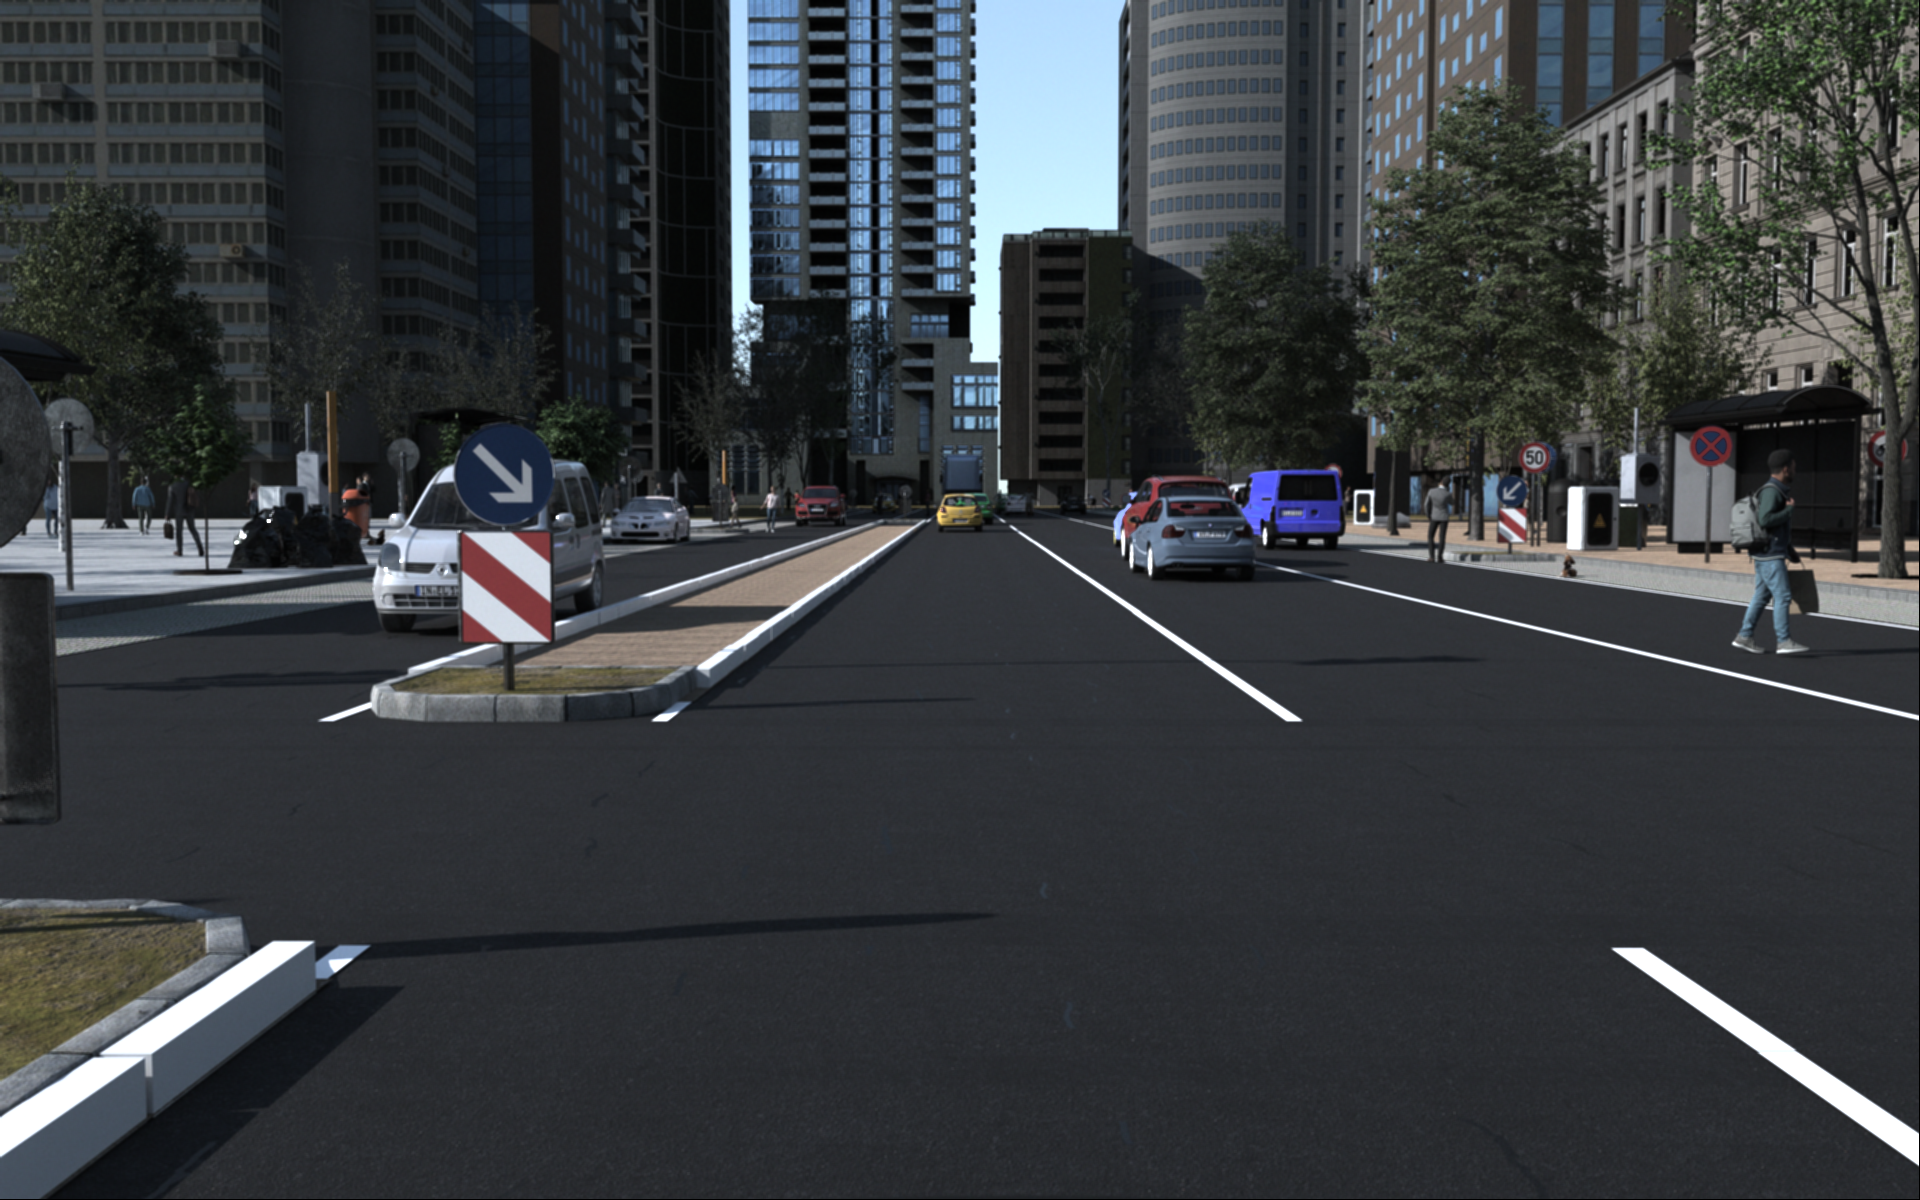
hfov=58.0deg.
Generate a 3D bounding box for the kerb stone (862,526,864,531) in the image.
[{"bbox_3d":[-3.881,-2.712,66.537,0.120,0.150,1.000,0,4,0],"label":"kerb stone"}]

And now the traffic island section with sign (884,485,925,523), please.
[{"bbox_3d":[-2.769,-4.822,86.980,2.006,1.907,1.989,0,4,0],"label":"traffic island section with sign"}]

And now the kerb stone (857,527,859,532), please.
[{"bbox_3d":[-3.877,-2.524,63.465,0.120,0.150,1.000,0,4,0],"label":"kerb stone"}]

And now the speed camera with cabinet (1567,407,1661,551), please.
[{"bbox_3d":[14.839,-2.748,39.263,2.038,3.252,0.660,-1,4,-16],"label":"speed camera with cabinet"}]

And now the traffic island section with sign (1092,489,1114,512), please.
[{"bbox_3d":[11.791,-8.122,141.430,1.989,1.847,2.006,0,4,0],"label":"traffic island section with sign"}]

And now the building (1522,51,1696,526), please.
[{"bbox_3d":[33.060,-14.009,78.197,9.793,20.994,18.267,0,4,0],"label":"building"}]

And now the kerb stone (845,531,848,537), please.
[{"bbox_3d":[-3.894,-2.145,57.293,0.120,0.150,1.000,0,4,0],"label":"kerb stone"}]

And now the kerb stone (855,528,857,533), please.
[{"bbox_3d":[-3.884,-2.461,62.439,0.120,0.150,1.000,0,4,0],"label":"kerb stone"}]

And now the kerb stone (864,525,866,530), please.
[{"bbox_3d":[-3.868,-2.775,67.561,0.120,0.150,1.000,0,4,0],"label":"kerb stone"}]

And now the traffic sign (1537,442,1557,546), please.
[{"bbox_3d":[14.212,-2.592,42.483,0.768,2.556,0.104,1,4,9],"label":"traffic sign"}]

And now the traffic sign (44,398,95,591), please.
[{"bbox_3d":[-11.823,-1.396,22.936,0.768,2.556,0.104,0,4,6],"label":"traffic sign"}]

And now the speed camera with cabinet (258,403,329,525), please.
[{"bbox_3d":[-14.205,-2.621,37.182,0.660,3.252,2.038,1,4,13],"label":"speed camera with cabinet"}]

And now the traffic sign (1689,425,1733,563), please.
[{"bbox_3d":[13.936,-1.964,32.220,0.768,2.556,0.104,0,4,8],"label":"traffic sign"}]

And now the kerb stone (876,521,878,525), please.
[{"bbox_3d":[-3.846,-3.338,76.806,0.120,0.150,1.000,0,4,0],"label":"kerb stone"}]

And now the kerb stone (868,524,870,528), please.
[{"bbox_3d":[-3.862,-2.959,70.640,0.120,0.150,1.000,0,4,0],"label":"kerb stone"}]

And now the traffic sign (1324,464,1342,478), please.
[{"bbox_3d":[15.671,-4.451,72.873,0.768,2.556,0.104,0,4,2],"label":"traffic sign"}]

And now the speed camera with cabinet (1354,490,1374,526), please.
[{"bbox_3d":[17.053,-4.652,70.404,2.038,3.252,0.660,3,5,43],"label":"speed camera with cabinet"}]

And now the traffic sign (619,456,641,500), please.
[{"bbox_3d":[-11.063,-3.543,58.041,0.768,2.556,0.104,0,4,7],"label":"traffic sign"}]

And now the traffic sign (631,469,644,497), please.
[{"bbox_3d":[-15.088,-4.919,80.539,0.768,2.556,0.104,0,4,3],"label":"traffic sign"}]

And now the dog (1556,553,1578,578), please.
[{"bbox_3d":[10.402,-0.589,29.820,0.748,0.427,0.550,-3,4,-36],"label":"dog"}]

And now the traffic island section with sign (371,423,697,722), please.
[{"bbox_3d":[-2.935,-0.227,11.842,2.006,1.907,1.989,0,4,0],"label":"traffic island section with sign"}]

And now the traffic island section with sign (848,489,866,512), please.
[{"bbox_3d":[-8.632,-8.091,140.914,1.989,1.847,2.006,0,4,0],"label":"traffic island section with sign"}]

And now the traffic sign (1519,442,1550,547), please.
[{"bbox_3d":[13.991,-2.579,42.269,0.768,2.556,0.104,0,4,1],"label":"traffic sign"}]

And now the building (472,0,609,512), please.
[{"bbox_3d":[-32.382,-28.602,117.758,14.600,45.320,14.200,0,4,0],"label":"building"}]

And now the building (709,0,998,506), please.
[{"bbox_3d":[-11.347,-53.926,194.356,31.000,86.520,22.319,0,4,0],"label":"building"}]

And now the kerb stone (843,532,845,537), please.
[{"bbox_3d":[-3.904,-2.082,56.267,0.120,0.150,1.000,0,4,0],"label":"kerb stone"}]

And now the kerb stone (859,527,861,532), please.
[{"bbox_3d":[-3.872,-2.587,64.491,0.120,0.150,1.000,0,4,0],"label":"kerb stone"}]

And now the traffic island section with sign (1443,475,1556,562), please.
[{"bbox_3d":[11.549,-1.757,37.352,1.989,1.847,2.006,0,4,0],"label":"traffic island section with sign"}]

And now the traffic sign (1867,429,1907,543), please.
[{"bbox_3d":[18.193,-2.078,34.079,0.768,2.556,0.104,0,4,3],"label":"traffic sign"}]

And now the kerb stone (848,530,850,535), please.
[{"bbox_3d":[-3.894,-2.208,58.320,0.120,0.150,1.000,0,4,0],"label":"kerb stone"}]

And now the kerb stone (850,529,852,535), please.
[{"bbox_3d":[-3.890,-2.272,59.345,0.120,0.150,1.000,0,4,0],"label":"kerb stone"}]

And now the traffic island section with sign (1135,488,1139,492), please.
[{"bbox_3d":[11.720,-6.474,114.475,1.989,1.847,2.006,0,4,0],"label":"traffic island section with sign"}]

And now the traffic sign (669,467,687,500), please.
[{"bbox_3d":[-13.309,-5.001,81.768,0.884,2.594,0.081,0,4,5],"label":"traffic sign"}]

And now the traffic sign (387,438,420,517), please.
[{"bbox_3d":[-12.662,-2.403,39.397,0.768,2.556,0.104,0,4,5],"label":"traffic sign"}]

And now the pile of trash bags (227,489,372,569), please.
[{"bbox_3d":[-11.605,-1.318,31.308,1.912,1.369,3.447,0,4,7],"label":"pile of trash bags"}]

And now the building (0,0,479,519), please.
[{"bbox_3d":[-41.532,-24.893,98.875,32.217,40.220,23.993,0,4,0],"label":"building"}]

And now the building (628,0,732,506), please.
[{"bbox_3d":[-37.155,-46.202,193.660,20.611,71.187,20.563,0,4,0],"label":"building"}]

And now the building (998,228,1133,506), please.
[{"bbox_3d":[11.427,-25.644,190.978,14.107,30.474,14.160,0,4,0],"label":"building"}]

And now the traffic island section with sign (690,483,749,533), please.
[{"bbox_3d":[-8.810,-3.372,63.758,1.989,1.847,2.006,0,4,0],"label":"traffic island section with sign"}]

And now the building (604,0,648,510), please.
[{"bbox_3d":[-40.867,-31.598,136.231,30.456,49.044,23.786,0,4,0],"label":"building"}]

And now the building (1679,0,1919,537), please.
[{"bbox_3d":[34.294,-15.819,55.899,12.463,27.353,25.104,0,4,0],"label":"building"}]

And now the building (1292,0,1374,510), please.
[{"bbox_3d":[39.880,-50.112,132.011,22.319,86.520,31.000,0,4,0],"label":"building"}]

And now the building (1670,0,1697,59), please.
[{"bbox_3d":[35.214,-27.305,96.548,14.600,45.320,14.200,0,4,0],"label":"building"}]

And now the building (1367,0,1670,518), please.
[{"bbox_3d":[34.860,-28.172,110.722,14.600,45.320,14.200,0,4,0],"label":"building"}]

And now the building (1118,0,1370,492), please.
[{"bbox_3d":[32.598,-39.929,194.831,28.212,58.520,21.231,0,4,0],"label":"building"}]

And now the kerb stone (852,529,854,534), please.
[{"bbox_3d":[-3.885,-2.335,60.375,0.120,0.150,1.000,0,4,0],"label":"kerb stone"}]

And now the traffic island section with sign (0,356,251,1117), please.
[{"bbox_3d":[-2.962,0.226,4.435,2.006,1.907,1.989,0,4,0],"label":"traffic island section with sign"}]

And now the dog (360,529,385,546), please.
[{"bbox_3d":[-14.643,-1.566,43.336,0.748,0.427,0.550,-1,4,-20],"label":"dog"}]

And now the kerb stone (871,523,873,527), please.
[{"bbox_3d":[-3.858,-3.085,72.690,0.120,0.150,1.000,0,4,0],"label":"kerb stone"}]
